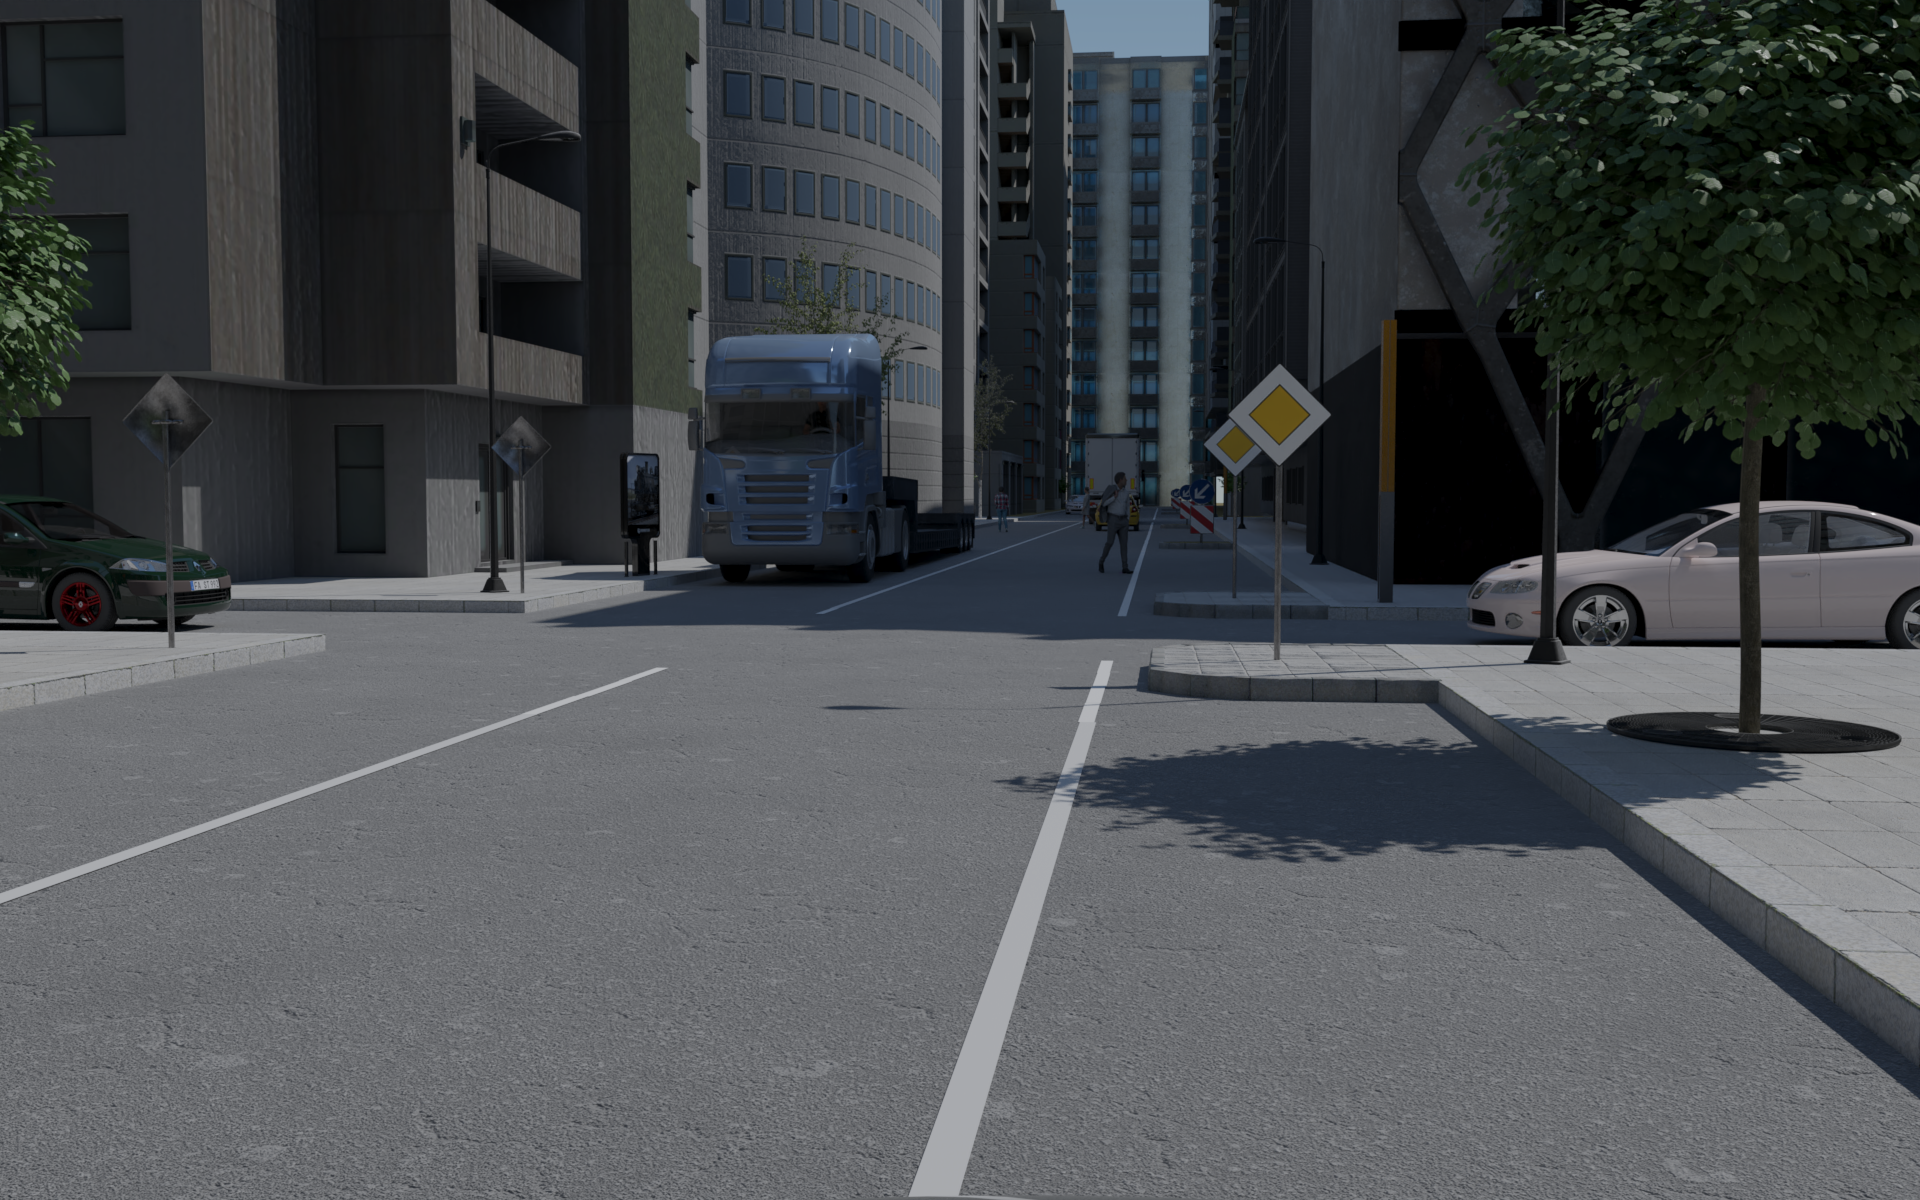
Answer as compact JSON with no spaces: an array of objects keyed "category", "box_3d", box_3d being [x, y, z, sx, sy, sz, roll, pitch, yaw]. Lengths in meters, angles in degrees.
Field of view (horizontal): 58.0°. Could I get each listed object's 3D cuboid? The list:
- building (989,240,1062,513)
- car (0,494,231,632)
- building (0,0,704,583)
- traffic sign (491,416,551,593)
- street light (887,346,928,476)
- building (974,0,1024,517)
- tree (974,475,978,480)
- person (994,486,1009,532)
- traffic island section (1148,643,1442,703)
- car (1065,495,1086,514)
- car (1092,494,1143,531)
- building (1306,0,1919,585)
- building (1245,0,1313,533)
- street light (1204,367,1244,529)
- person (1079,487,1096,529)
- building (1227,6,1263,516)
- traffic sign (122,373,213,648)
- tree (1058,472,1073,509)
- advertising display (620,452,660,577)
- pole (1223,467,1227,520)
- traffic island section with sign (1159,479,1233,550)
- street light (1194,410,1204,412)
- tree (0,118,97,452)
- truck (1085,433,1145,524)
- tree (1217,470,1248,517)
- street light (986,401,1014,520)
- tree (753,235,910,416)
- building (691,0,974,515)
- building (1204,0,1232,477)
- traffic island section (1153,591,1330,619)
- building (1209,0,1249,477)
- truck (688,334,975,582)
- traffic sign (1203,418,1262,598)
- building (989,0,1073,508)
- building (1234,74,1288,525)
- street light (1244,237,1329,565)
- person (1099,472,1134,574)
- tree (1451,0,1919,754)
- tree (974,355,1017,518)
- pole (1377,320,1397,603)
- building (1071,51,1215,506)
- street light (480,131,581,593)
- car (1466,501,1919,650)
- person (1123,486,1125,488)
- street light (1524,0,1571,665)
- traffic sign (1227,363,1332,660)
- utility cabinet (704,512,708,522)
[{"category":"building","box_3d":[-6.828,-17.659,133.769,27.650,21.520,28.899,0,4,7]},{"category":"car","box_3d":[-9.983,-0.530,18.452,4.222,1.686,2.009,0,4,8]},{"category":"building","box_3d":[-13.091,-15.744,29.114,14.160,30.474,14.107,0,4,7]},{"category":"traffic sign","box_3d":[-5.655,-1.143,22.336,0.795,2.450,0.064,0,4,7]},{"category":"street light","box_3d":[-1.715,-5.015,54.531,1.470,5.913,1.316,0,4,7]},{"category":"building","box_3d":[-6.579,-40.905,107.054,20.563,71.187,20.611,0,4,7]},{"category":"tree","box_3d":[-0.138,-5.480,84.191,1.663,3.219,1.824,0,3,0]},{"category":"person","box_3d":[1.574,-3.416,65.185,0.563,1.720,0.643,0,4,-2]},{"category":"traffic island section","box_3d":[2.473,0.543,13.407,2.009,0.180,2.903,0,4,7]},{"category":"car","box_3d":[8.486,-6.779,123.198,2.083,1.381,4.827,0,4,5]},{"category":"car","box_3d":[6.211,-3.547,68.225,2.015,1.641,3.980,0,4,5]},{"category":"building","box_3d":[14.916,-9.827,28.118,16.811,18.784,16.820,0,4,7]},{"category":"building","box_3d":[16.264,-15.815,52.090,14.314,27.812,24.014,0,4,7]},{"category":"street light","box_3d":[9.823,-5.566,63.543,1.470,5.913,1.316,0,4,7]},{"category":"person","box_3d":[5.291,-3.832,71.909,0.760,1.731,0.466,-2,4,-32]},{"category":"building","box_3d":[23.529,-20.445,105.984,14.160,30.474,14.107,0,4,7]},{"category":"traffic sign","box_3d":[-6.582,-0.658,14.405,0.795,2.450,0.064,0,4,7]},{"category":"tree","box_3d":[8.751,-9.479,149.587,1.663,3.219,1.824,0,3,0]},{"category":"advertising display","box_3d":[-5.010,-1.342,27.159,0.123,1.923,0.974,1,4,21]},{"category":"pole","box_3d":[13.066,-5.592,85.271,0.158,3.312,0.155,0,3,0]},{"category":"traffic island section with sign","box_3d":[6.265,-2.272,45.779,1.989,1.847,2.006,0,4,7]},{"category":"street light","box_3d":[13.591,-7.532,95.695,1.470,5.913,1.316,0,4,7]},{"category":"tree","box_3d":[-7.693,-1.734,12.064,4.285,4.588,4.351,0,3,0]},{"category":"truck","box_3d":[7.662,-5.909,85.523,2.839,4.237,11.283,0,4,7]},{"category":"tree","box_3d":[15.458,-6.345,98.347,1.663,3.219,1.824,0,3,0]},{"category":"street light","box_3d":[2.013,-6.992,86.853,1.470,5.913,1.316,0,4,7]},{"category":"tree","box_3d":[-3.768,-6.105,50.175,4.737,8.622,4.395,0,3,0]},{"category":"building","box_3d":[-11.393,-32.196,68.398,21.231,58.520,28.212,0,4,7]},{"category":"building","box_3d":[35.945,-34.599,154.929,28.713,52.752,27.495,0,4,7]},{"category":"traffic island section","box_3d":[3.400,0.058,21.339,2.009,0.180,2.903,0,4,7]},{"category":"building","box_3d":[29.699,-28.867,126.605,22.147,44.769,28.867,0,4,7]},{"category":"truck","box_3d":[-1.854,-2.769,35.039,2.967,4.110,18.799,0,4,6]},{"category":"traffic sign","box_3d":[3.375,-1.078,21.264,0.795,2.450,0.064,0,4,7]},{"category":"building","box_3d":[-0.486,-33.009,163.398,21.600,48.544,21.300,0,4,7]},{"category":"building","box_3d":[20.216,-15.898,79.005,14.314,24.678,30.058,0,4,7]},{"category":"street light","box_3d":[6.000,-3.600,31.397,1.470,5.913,1.316,0,4,7]},{"category":"person","box_3d":[2.798,-1.388,31.294,0.679,1.850,0.850,-3,4,-36]},{"category":"tree","box_3d":[4.300,-1.556,9.155,4.285,4.588,4.351,0,3,0]},{"category":"tree","box_3d":[0.837,-8.620,91.292,4.360,8.622,3.978,0,3,0]},{"category":"pole","box_3d":[5.031,-1.625,20.405,0.158,3.312,0.155,0,3,0]},{"category":"building","box_3d":[13.891,-34.930,190.710,30.456,49.044,23.786,0,4,7]},{"category":"street light","box_3d":[-5.543,-3.049,22.386,1.470,5.913,1.316,0,4,7]},{"category":"car","box_3d":[7.179,-0.223,16.009,4.827,1.381,2.083,0,4,5]},{"category":"person","box_3d":[6.802,-3.961,73.279,0.660,1.820,0.620,1,4,19]},{"category":"street light","box_3d":[3.929,-2.478,13.059,1.470,5.913,1.316,0,4,7]},{"category":"traffic sign","box_3d":[2.448,-0.593,13.333,0.795,2.450,0.064,0,4,7]},{"category":"utility cabinet","box_3d":[-6.858,-2.124,43.407,0.318,1.500,1.173,3,4,39]}]
